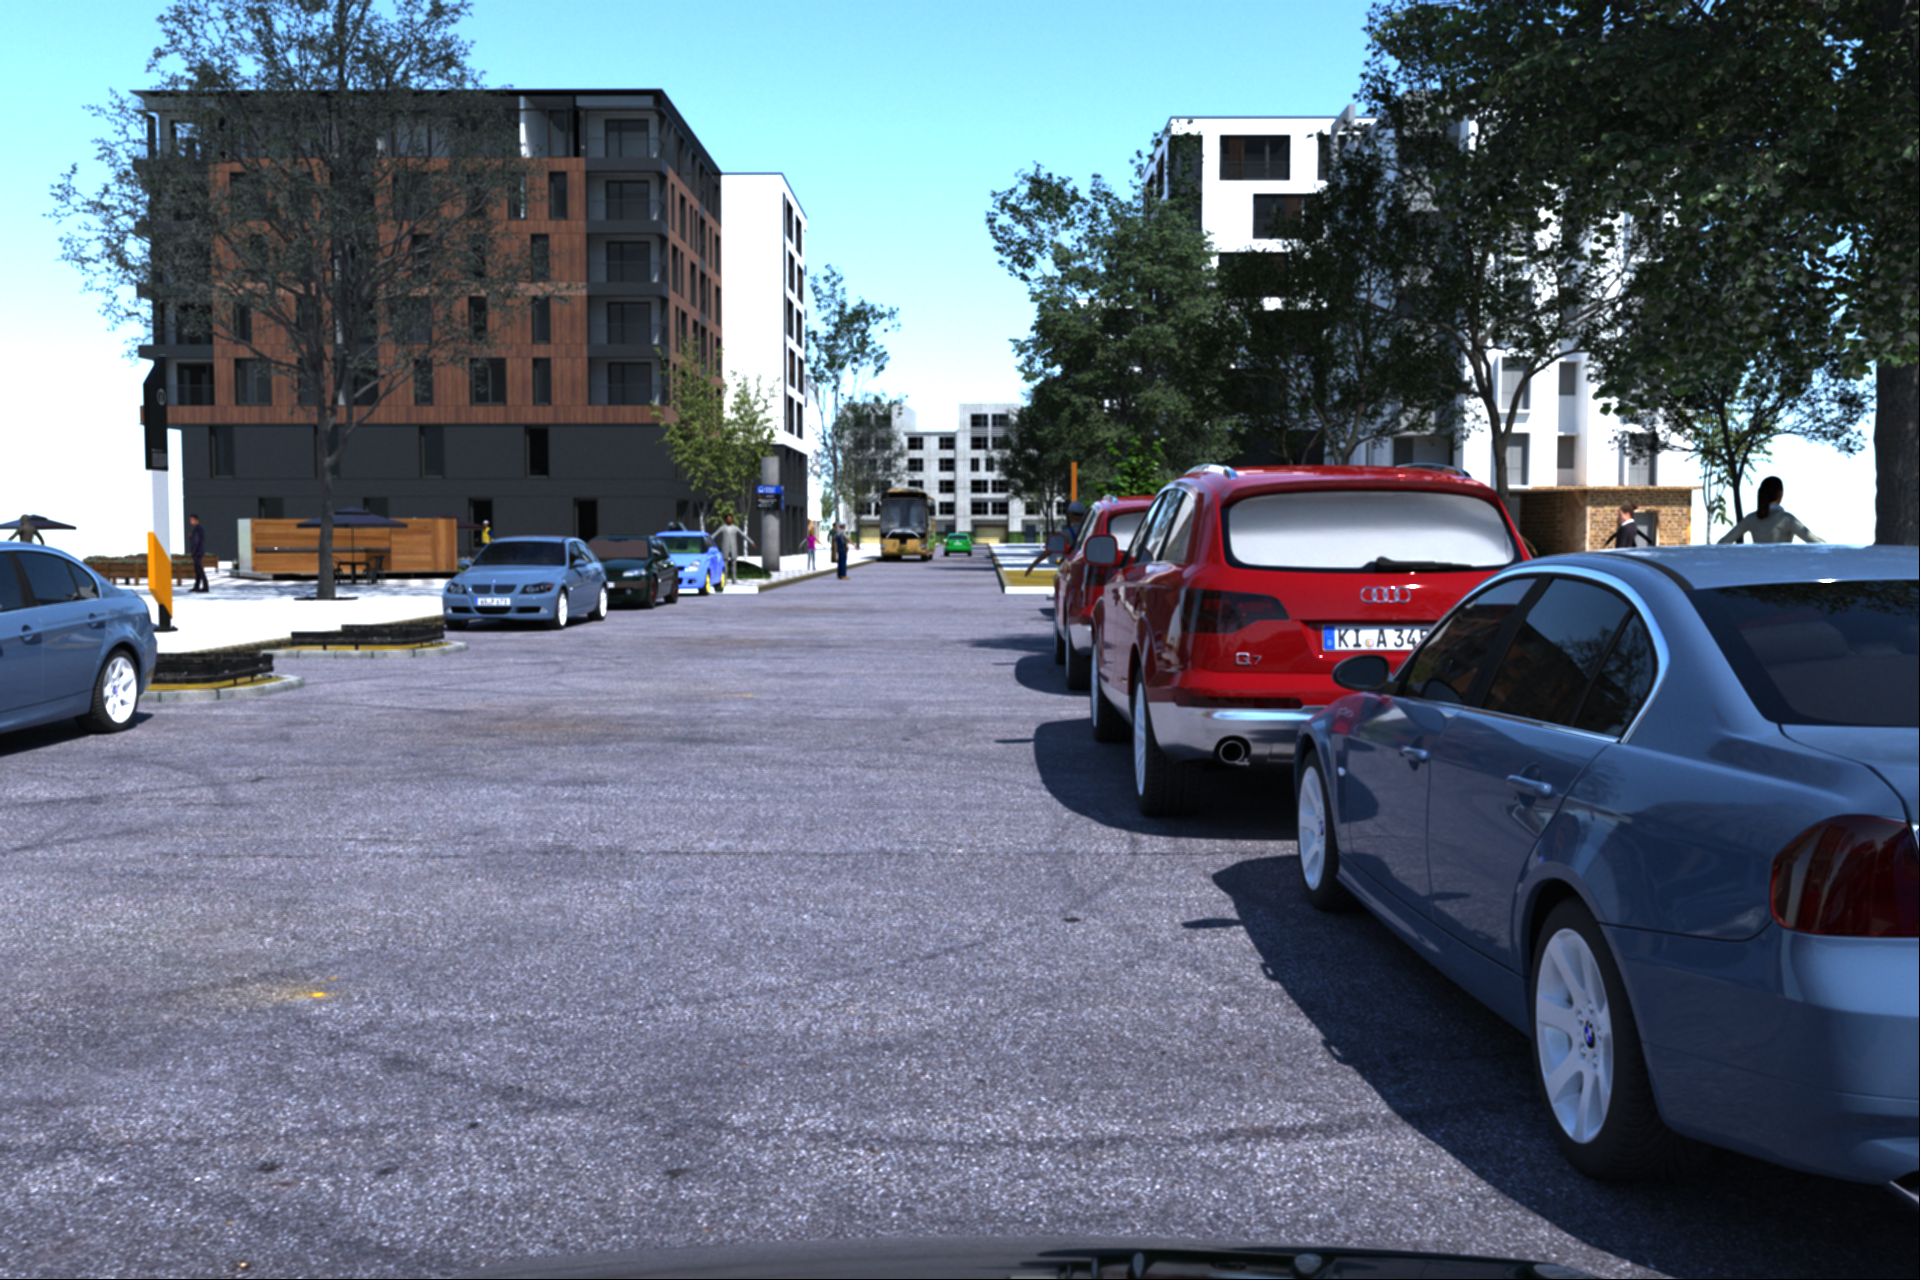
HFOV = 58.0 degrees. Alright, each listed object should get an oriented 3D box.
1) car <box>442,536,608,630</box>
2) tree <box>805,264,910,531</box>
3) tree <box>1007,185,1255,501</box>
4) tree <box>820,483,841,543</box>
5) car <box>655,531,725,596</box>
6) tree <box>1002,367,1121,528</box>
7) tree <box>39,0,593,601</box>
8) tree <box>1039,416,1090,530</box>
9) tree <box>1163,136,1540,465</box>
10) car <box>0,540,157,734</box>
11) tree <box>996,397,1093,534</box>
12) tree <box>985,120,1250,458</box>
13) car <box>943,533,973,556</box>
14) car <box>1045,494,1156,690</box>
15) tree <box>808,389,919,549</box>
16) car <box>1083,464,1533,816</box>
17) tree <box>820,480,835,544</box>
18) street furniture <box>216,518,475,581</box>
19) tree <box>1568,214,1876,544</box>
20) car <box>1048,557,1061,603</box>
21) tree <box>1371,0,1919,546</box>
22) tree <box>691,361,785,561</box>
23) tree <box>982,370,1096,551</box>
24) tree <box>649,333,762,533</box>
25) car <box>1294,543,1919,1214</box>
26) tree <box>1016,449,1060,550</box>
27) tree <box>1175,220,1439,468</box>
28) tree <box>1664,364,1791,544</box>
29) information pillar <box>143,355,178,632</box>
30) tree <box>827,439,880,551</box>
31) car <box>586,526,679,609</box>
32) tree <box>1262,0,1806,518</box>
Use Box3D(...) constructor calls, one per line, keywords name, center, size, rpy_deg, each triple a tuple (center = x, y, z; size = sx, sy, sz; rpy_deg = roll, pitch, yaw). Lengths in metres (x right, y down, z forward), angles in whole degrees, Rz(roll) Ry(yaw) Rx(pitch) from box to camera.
Box3D(name="car", center=(-6.777, -0.942, 27.409), size=(2.014, 1.417, 4.499), rpy_deg=(0, 4, 1))
Box3D(name="tree", center=(-9.818, -16.421, 124.371), size=(12.611, 20.169, 13.585), rpy_deg=(0, 3, 0))
Box3D(name="tree", center=(6.603, -9.708, 65.379), size=(9.857, 13.997, 8.962), rpy_deg=(0, 3, 0))
Box3D(name="tree", center=(-18.374, -17.741, 240.432), size=(4.737, 8.622, 4.395), rpy_deg=(0, 3, 0))
Box3D(name="car", center=(-6.665, -1.941, 41.324), size=(1.945, 1.707, 3.694), rpy_deg=(0, 4, 0))
Box3D(name="tree", center=(5.825, -9.916, 96.540), size=(7.601, 10.594, 8.767), rpy_deg=(0, 4, 3))
Box3D(name="tree", center=(-12.177, -7.518, 33.284), size=(12.009, 13.543, 11.850), rpy_deg=(0, 3, 0))
Box3D(name="tree", center=(7.240, -9.546, 106.437), size=(4.360, 8.622, 3.978), rpy_deg=(0, 3, 0))
Box3D(name="tree", center=(9.026, -6.528, 41.142), size=(8.767, 10.594, 7.601), rpy_deg=(-1, 4, -12))
Box3D(name="car", center=(-6.932, 0.046, 11.246), size=(2.014, 1.417, 4.499), rpy_deg=(0, 4, 1))
Box3D(name="tree", center=(5.980, -11.088, 115.696), size=(7.601, 10.594, 8.767), rpy_deg=(1, 4, 14))
Box3D(name="tree", center=(7.906, -13.634, 78.801), size=(12.611, 20.169, 13.585), rpy_deg=(0, 3, 0))
Box3D(name="car", center=(-0.114, -6.330, 112.293), size=(1.959, 1.807, 4.718), rpy_deg=(0, 4, 1))
Box3D(name="car", center=(2.015, -0.535, 17.426), size=(2.281, 1.827, 5.304), rpy_deg=(0, 4, 1))
Box3D(name="tree", center=(-8.439, -14.357, 145.105), size=(12.009, 13.543, 11.850), rpy_deg=(0, 3, 0))
Box3D(name="car", center=(1.918, -0.101, 10.323), size=(2.281, 1.827, 5.304), rpy_deg=(0, 4, 0))
Box3D(name="tree", center=(-18.672, -17.396, 234.790), size=(4.737, 8.622, 4.395), rpy_deg=(0, 3, 0))
Box3D(name="street furniture", center=(-17.279, -2.783, 52.357), size=(9.812, 1.723, 11.010), rpy_deg=(-2, 4, -33))
Box3D(name="tree", center=(21.547, -6.939, 47.871), size=(8.767, 10.594, 7.601), rpy_deg=(-1, 4, -15))
Box3D(name="car", center=(2.623, -1.289, 31.297), size=(2.015, 1.641, 3.980), rpy_deg=(0, 4, 0))
Box3D(name="tree", center=(8.297, -6.615, 14.813), size=(9.857, 13.997, 8.962), rpy_deg=(0, 3, 0))
Box3D(name="tree", center=(-9.318, -7.564, 74.026), size=(4.737, 8.622, 4.395), rpy_deg=(0, 3, 0))
Box3D(name="tree", center=(6.532, -13.462, 130.480), size=(12.009, 13.543, 11.850), rpy_deg=(0, 3, 0))
Box3D(name="tree", center=(-9.370, -6.905, 63.258), size=(4.737, 8.622, 4.395), rpy_deg=(0, 3, 0))
Box3D(name="car", center=(2.218, 0.420, 5.137), size=(2.014, 1.417, 4.499), rpy_deg=(0, 4, -1))
Box3D(name="tree", center=(6.911, -11.777, 142.922), size=(4.360, 8.622, 3.978), rpy_deg=(0, 3, 0))
Box3D(name="tree", center=(10.028, -7.110, 50.656), size=(8.767, 10.594, 7.601), rpy_deg=(2, 4, 23))
Box3D(name="tree", center=(25.038, -6.529, 57.115), size=(4.737, 8.622, 4.395), rpy_deg=(0, 3, 0))
Box3D(name="information pillar", center=(-10.444, -1.909, 22.562), size=(0.183, 3.616, 0.504), rpy_deg=(0, 4, 1))
Box3D(name="tree", center=(-8.756, -11.287, 134.899), size=(4.360, 8.622, 3.978), rpy_deg=(0, 3, 0))
Box3D(name="car", center=(-6.704, -1.503, 34.363), size=(2.009, 1.686, 4.222), rpy_deg=(0, 4, 0))
Box3D(name="tree", center=(8.732, -5.680, 27.282), size=(8.767, 10.594, 7.601), rpy_deg=(1, 4, 20))
